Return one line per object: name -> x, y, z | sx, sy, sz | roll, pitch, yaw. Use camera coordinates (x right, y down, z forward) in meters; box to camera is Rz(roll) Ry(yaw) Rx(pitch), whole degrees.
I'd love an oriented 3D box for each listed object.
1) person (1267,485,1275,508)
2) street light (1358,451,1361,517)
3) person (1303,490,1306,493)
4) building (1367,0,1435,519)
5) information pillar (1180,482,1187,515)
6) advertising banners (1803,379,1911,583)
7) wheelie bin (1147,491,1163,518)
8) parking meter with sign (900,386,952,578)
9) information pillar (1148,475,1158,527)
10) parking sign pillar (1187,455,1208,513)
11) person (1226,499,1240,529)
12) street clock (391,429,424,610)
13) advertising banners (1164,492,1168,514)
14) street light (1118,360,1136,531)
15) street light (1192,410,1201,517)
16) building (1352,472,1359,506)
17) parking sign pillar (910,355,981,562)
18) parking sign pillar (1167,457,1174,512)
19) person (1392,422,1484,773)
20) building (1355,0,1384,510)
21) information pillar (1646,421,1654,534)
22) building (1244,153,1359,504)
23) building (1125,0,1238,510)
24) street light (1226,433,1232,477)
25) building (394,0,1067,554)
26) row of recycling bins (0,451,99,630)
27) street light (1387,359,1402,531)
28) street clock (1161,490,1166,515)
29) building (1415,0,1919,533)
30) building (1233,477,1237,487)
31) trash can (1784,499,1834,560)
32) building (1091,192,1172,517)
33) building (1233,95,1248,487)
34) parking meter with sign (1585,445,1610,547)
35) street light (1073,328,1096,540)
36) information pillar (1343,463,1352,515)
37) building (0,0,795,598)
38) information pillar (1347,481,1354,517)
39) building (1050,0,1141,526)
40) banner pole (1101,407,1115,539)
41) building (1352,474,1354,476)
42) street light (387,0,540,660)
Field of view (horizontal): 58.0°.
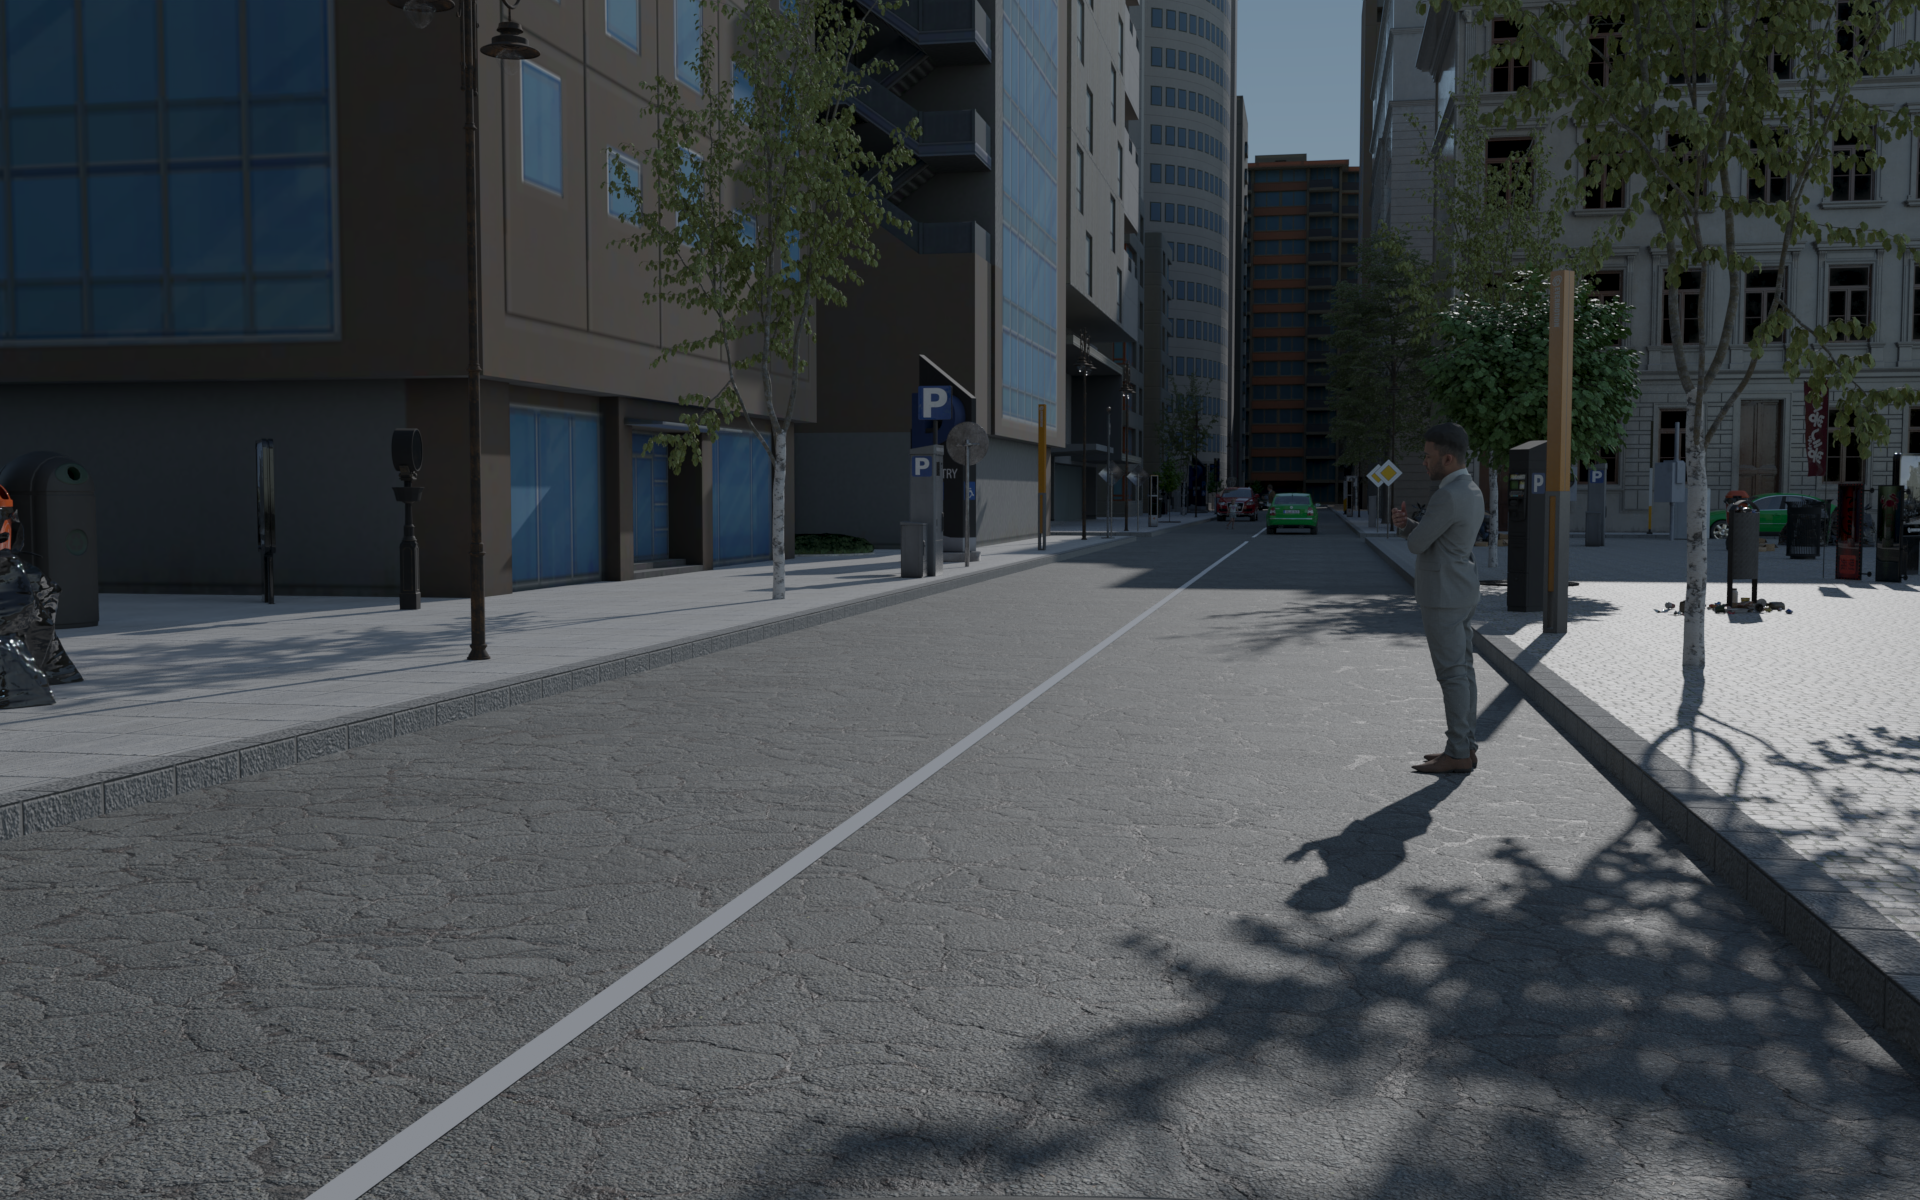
person -> 13.696, -4.141, 76.122 | 0.836, 1.842, 0.656 | -3, 5, -39
street light -> 21.998, -7.493, 95.299 | 0.468, 5.910, 1.993 | 1, 4, 11
person -> 29.855, -8.658, 150.190 | 0.705, 1.807, 1.348 | 1, 4, 13
building -> 28.601, -19.436, 95.275 | 11.434, 29.767, 29.804 | 1, 4, 11
information pillar -> 13.948, -6.328, 107.953 | 0.304, 2.012, 0.304 | 3, 4, 38
advertising banners -> 13.319, -1.813, 25.835 | 0.090, 3.025, 2.074 | -1, 4, -16
wheelie bin -> 10.453, -5.206, 93.019 | 0.693, 1.594, 0.980 | 2, 4, 25
parking meter with sign -> -0.554, -1.889, 27.150 | 0.543, 3.016, 1.738 | 1, 4, 11
information pillar -> 7.517, -3.849, 67.416 | 0.304, 2.012, 0.304 | -1, 4, -14
parking sign pillar -> 15.886, -7.796, 115.941 | 1.447, 3.967, 1.447 | -2, 4, -34
person -> 11.165, -3.503, 70.794 | 0.505, 1.210, 0.382 | -1, 4, -16
street clock -> -6.114, -0.895, 19.203 | 0.358, 2.002, 0.471 | 0, 4, -3
advertising banners -> 12.994, -6.895, 108.919 | 0.090, 3.025, 2.074 | 0, 4, -3
street light -> 5.769, -5.328, 59.900 | 0.468, 5.910, 1.993 | 1, 4, 11
street light -> 12.964, -7.474, 94.991 | 0.468, 5.910, 1.993 | 1, 4, 11
building -> 53.646, -46.026, 190.771 | 20.563, 71.187, 20.611 | 1, 4, 11
parking sign pillar -> -0.323, -2.731, 33.123 | 1.447, 3.967, 1.447 | 3, 4, 38
parking sign pillar -> 14.930, -8.407, 125.922 | 1.447, 3.967, 1.447 | -1, 4, -20
person -> 2.493, -0.023, 9.059 | 0.466, 1.800, 0.511 | 1, 4, 16
building -> 40.687, -30.296, 145.443 | 14.600, 45.320, 14.200 | 1, 4, 11
information pillar -> 22.114, -3.919, 55.429 | 0.183, 3.616, 0.504 | 1, 4, 22
building -> 40.981, -34.956, 226.149 | 28.867, 44.769, 22.147 | 1, 4, 11
building -> 12.404, -37.089, 148.407 | 21.231, 58.520, 28.212 | 1, 4, 11
street light -> 20.166, -9.608, 129.881 | 0.468, 5.910, 1.993 | 1, 4, 11
building -> -5.100, -24.253, 46.645 | 14.200, 45.320, 14.600 | 1, 4, 11
row of recycling bins -> -9.774, -0.527, 15.726 | 1.069, 1.692, 3.534 | 3, 5, 43
street light -> 14.845, -5.294, 59.338 | 0.468, 5.910, 1.993 | 1, 4, 11
street clock -> 12.568, -6.277, 107.197 | 0.358, 2.002, 0.471 | -1, 4, -19
building -> 27.126, -13.743, 60.855 | 21.152, 22.565, 11.583 | 1, 4, 11
building -> 11.714, -29.599, 175.818 | 32.217, 40.220, 23.993 | 1, 4, 11
trash can -> 16.618, -1.374, 34.117 | 0.748, 1.137, 0.748 | 0, 3, 0
building -> -1.382, -16.320, 111.867 | 27.650, 21.520, 28.899 | 1, 4, 11
building -> 21.674, -35.116, 197.855 | 21.600, 48.544, 21.300 | 1, 4, 11
parking meter with sign -> 15.743, -2.850, 42.864 | 0.543, 3.016, 1.738 | 1, 4, 22
street light -> 3.471, -4.617, 48.277 | 0.468, 5.910, 1.993 | 1, 4, 11
information pillar -> 24.265, -7.165, 108.505 | 0.504, 3.616, 0.183 | 1, 4, 9
building -> -11.039, -23.099, 27.784 | 14.600, 45.320, 14.200 | 1, 4, 11
information pillar -> 21.689, -5.615, 96.302 | 0.304, 2.012, 0.304 | 2, 4, 24
building -> -6.655, -29.717, 75.115 | 28.713, 52.752, 27.495 | 1, 4, 11
banner pole -> 4.315, -3.680, 50.191 | 0.401, 3.779, 0.863 | 1, 4, 10
building -> 50.250, -33.426, 166.129 | 23.786, 49.044, 30.456 | 1, 4, 11
street light -> -3.737, -2.476, 13.267 | 0.468, 5.910, 1.993 | 1, 4, 11
